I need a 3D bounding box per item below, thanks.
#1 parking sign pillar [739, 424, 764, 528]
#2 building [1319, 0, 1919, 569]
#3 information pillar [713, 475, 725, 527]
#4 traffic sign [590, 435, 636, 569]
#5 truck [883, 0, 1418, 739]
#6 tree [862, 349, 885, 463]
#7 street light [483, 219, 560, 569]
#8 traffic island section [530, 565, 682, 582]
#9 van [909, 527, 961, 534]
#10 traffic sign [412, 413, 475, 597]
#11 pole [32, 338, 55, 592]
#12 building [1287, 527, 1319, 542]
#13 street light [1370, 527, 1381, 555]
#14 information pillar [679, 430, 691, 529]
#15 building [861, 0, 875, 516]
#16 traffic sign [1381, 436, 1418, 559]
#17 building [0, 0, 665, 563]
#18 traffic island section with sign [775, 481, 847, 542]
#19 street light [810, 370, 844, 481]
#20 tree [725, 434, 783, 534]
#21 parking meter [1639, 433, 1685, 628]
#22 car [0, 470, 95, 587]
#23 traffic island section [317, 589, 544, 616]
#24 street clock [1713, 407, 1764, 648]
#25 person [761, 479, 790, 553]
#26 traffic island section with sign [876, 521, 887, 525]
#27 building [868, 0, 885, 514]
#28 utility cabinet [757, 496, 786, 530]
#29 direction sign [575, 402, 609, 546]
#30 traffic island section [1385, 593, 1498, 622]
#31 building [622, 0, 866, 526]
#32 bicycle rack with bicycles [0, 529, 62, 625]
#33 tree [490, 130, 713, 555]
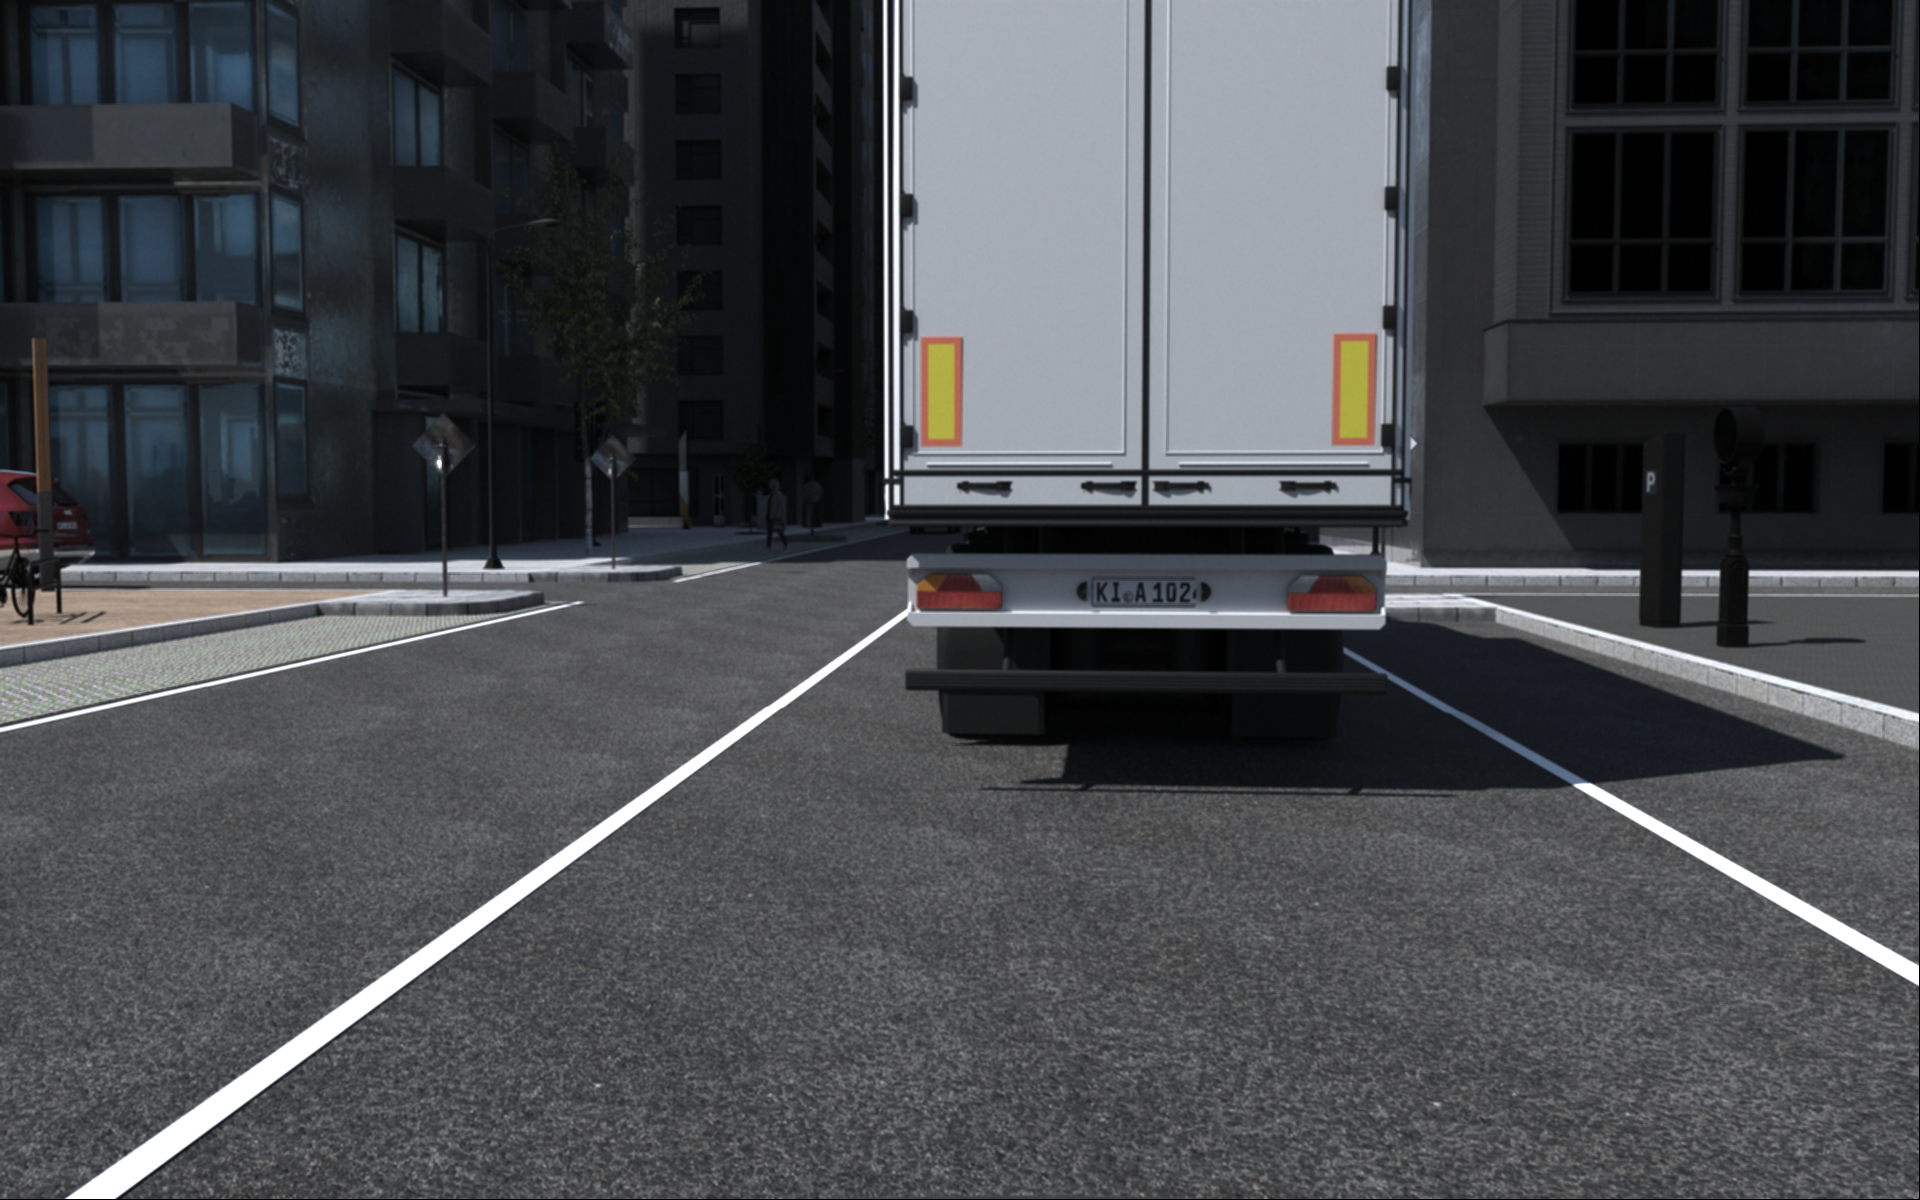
[{"bbox_3d":[-7.774,-4.766,66.400,1.447,3.967,1.447,-1,4,-10],"label":"parking sign pillar"},{"bbox_3d":[23.227,-13.129,33.731,30.058,24.678,14.314,0,4,4],"label":"building"},{"bbox_3d":[-9.262,-3.796,66.561,0.304,2.012,0.304,2,4,25],"label":"information pillar"},{"bbox_3d":[-5.919,-1.585,29.551,0.795,2.450,0.064,0,4,4],"label":"traffic sign"},{"bbox_3d":[1.349,-1.504,13.510,2.839,4.237,11.283,0,4,5],"label":"truck"},{"bbox_3d":[-5.113,-8.284,85.800,4.360,8.622,3.978,0,3,0],"label":"tree"},{"bbox_3d":[-7.450,-3.482,29.466,1.470,5.913,1.316,0,4,4],"label":"street light"},{"bbox_3d":[-5.943,-0.449,29.614,2.009,0.180,2.903,0,4,4],"label":"traffic island section"},{"bbox_3d":[-0.899,-3.481,63.924,2.013,2.044,4.112,0,4,5],"label":"van"},{"bbox_3d":[-6.429,-1.097,21.582,0.795,2.450,0.064,0,4,4],"label":"traffic sign"},{"bbox_3d":[-12.050,-1.769,22.772,0.158,3.312,0.155,0,3,0],"label":"pole"},{"bbox_3d":[19.712,-15.753,62.081,19.350,26.468,34.151,0,4,4],"label":"building"},{"bbox_3d":[7.290,-3.668,32.511,1.470,5.913,1.316,0,4,4],"label":"street light"},{"bbox_3d":[-10.050,-4.387,63.082,0.504,3.616,0.183,3,5,45],"label":"information pillar"},{"bbox_3d":[-12.444,-27.272,96.013,14.600,45.320,14.200,0,4,4],"label":"building"},{"bbox_3d":[5.091,-1.051,20.827,0.795,2.450,0.064,0,4,4],"label":"traffic sign"},{"bbox_3d":[-21.411,-25.958,44.027,23.786,49.044,30.456,0,4,4],"label":"building"},{"bbox_3d":[-4.483,-2.682,52.473,1.989,1.847,2.006,0,4,4],"label":"traffic island section with sign"},{"bbox_3d":[-5.054,-5.657,65.034,1.470,5.913,1.316,0,4,4],"label":"street light"},{"bbox_3d":[-6.826,-3.735,55.661,1.663,3.219,1.824,0,3,0],"label":"tree"},{"bbox_3d":[6.778,-0.674,16.733,0.255,1.863,0.399,0,4,-5],"label":"parking meter"},{"bbox_3d":[-15.744,-1.043,25.721,5.304,1.827,2.281,0,4,2],"label":"car"},{"bbox_3d":[-6.453,0.039,21.645,2.009,0.180,2.903,0,4,4],"label":"traffic island section"},{"bbox_3d":[6.495,-0.608,14.505,0.358,2.002,0.471,0,3,0],"label":"street clock"},{"bbox_3d":[-4.387,-2.010,41.550,0.728,1.800,0.709,-3,4,-36],"label":"person"},{"bbox_3d":[-2.769,-4.327,79.374,1.989,1.847,2.006,0,4,4],"label":"traffic island section with sign"},{"bbox_3d":[-10.486,-26.188,111.771,14.154,41.232,14.086,0,4,4],"label":"building"},{"bbox_3d":[-6.759,-3.118,62.136,1.020,1.237,0.306,0,4,0],"label":"utility cabinet"},{"bbox_3d":[-9.057,-3.101,42.699,0.876,3.537,0.379,-2,4,-35],"label":"direction sign"},{"bbox_3d":[5.115,0.084,20.903,2.009,0.180,2.903,0,4,4],"label":"traffic island section"},{"bbox_3d":[-11.906,-18.506,74.275,14.160,30.474,14.107,0,4,4],"label":"building"},{"bbox_3d":[-10.306,-0.240,17.300,2.852,0.926,2.925,-1,4,-18],"label":"bicycle rack with bicycles"},{"bbox_3d":[-7.515,-5.237,35.985,4.737,8.622,4.395,0,3,0],"label":"tree"}]
